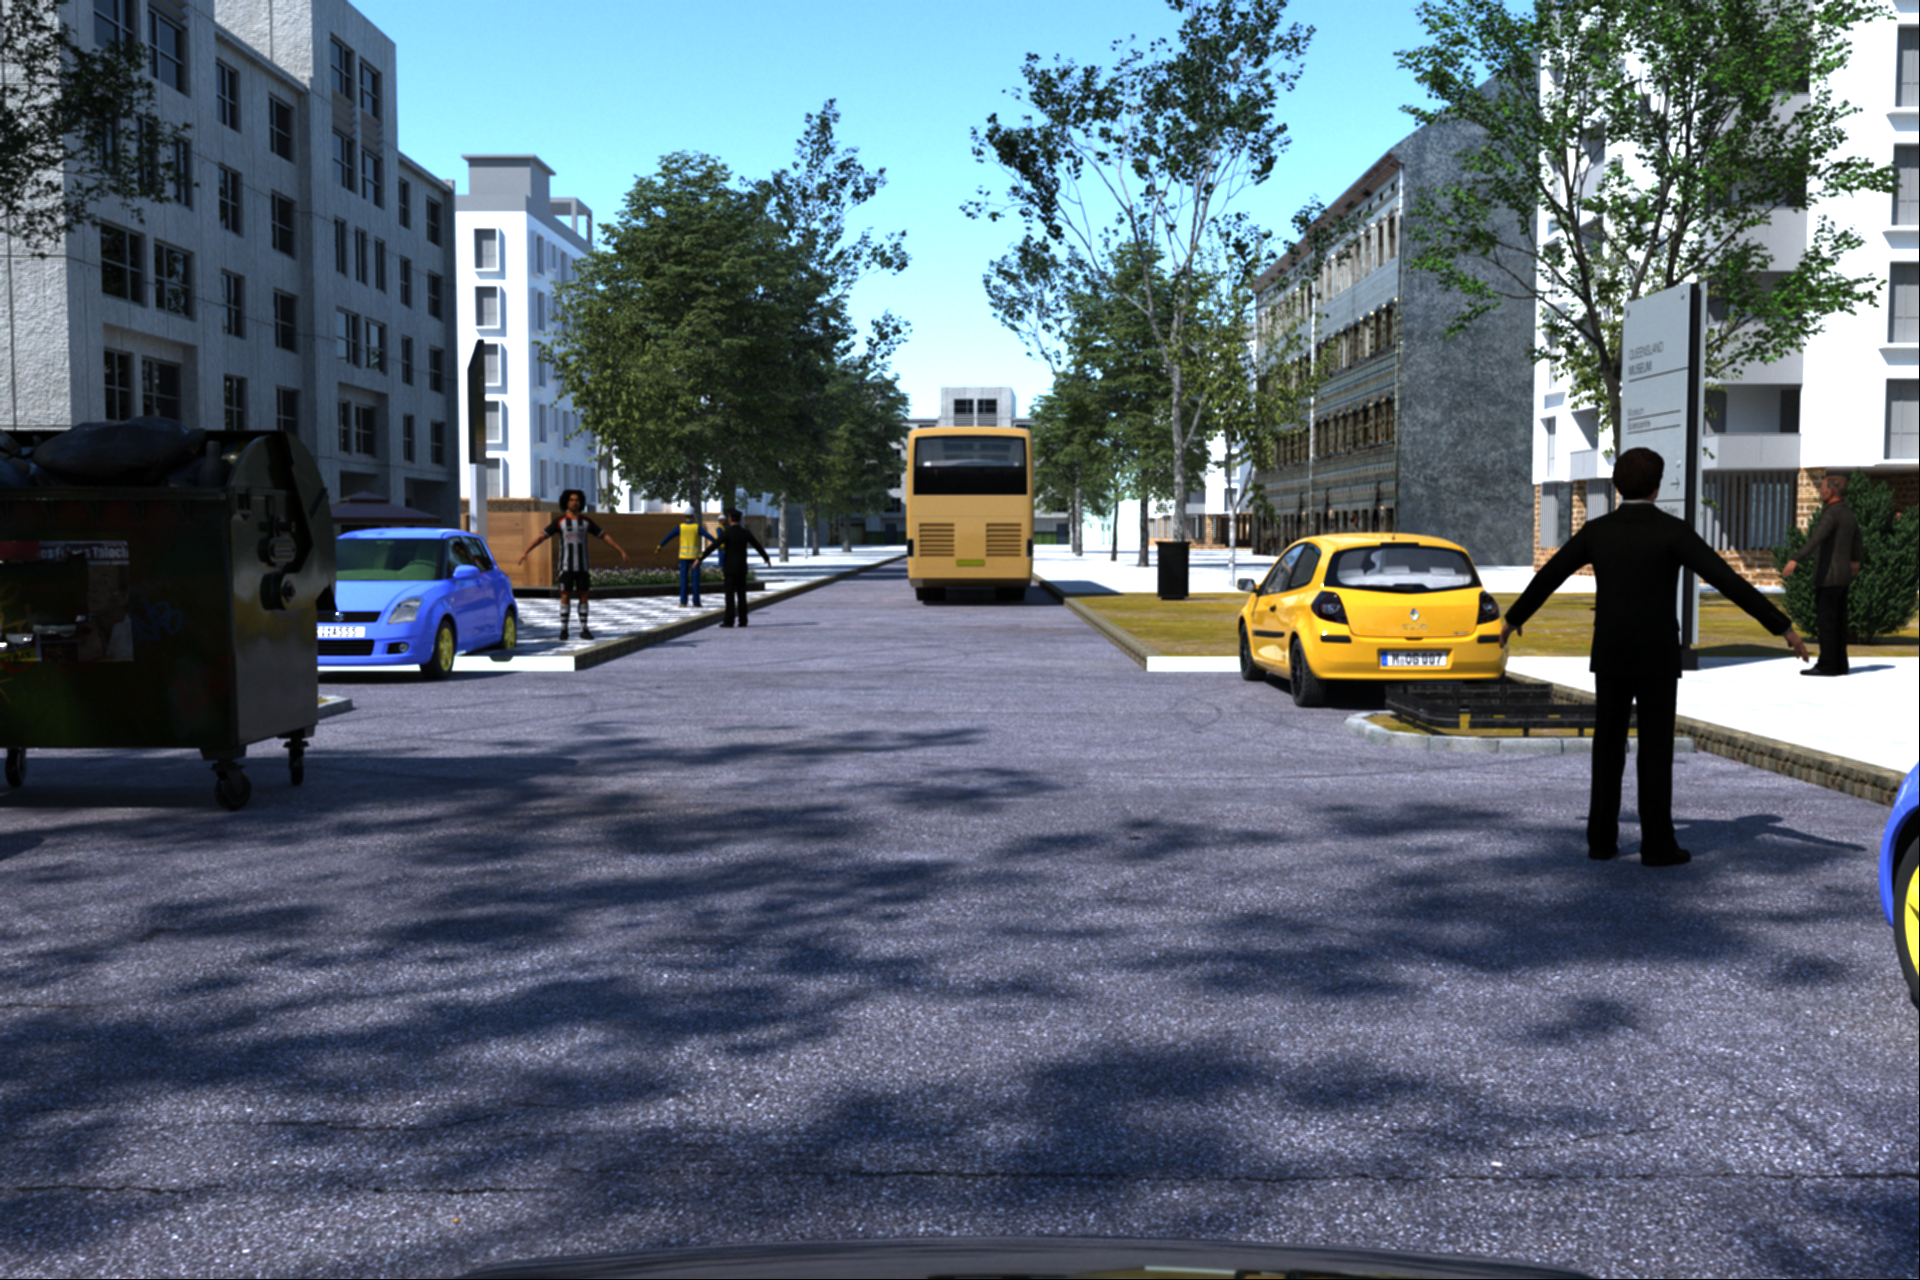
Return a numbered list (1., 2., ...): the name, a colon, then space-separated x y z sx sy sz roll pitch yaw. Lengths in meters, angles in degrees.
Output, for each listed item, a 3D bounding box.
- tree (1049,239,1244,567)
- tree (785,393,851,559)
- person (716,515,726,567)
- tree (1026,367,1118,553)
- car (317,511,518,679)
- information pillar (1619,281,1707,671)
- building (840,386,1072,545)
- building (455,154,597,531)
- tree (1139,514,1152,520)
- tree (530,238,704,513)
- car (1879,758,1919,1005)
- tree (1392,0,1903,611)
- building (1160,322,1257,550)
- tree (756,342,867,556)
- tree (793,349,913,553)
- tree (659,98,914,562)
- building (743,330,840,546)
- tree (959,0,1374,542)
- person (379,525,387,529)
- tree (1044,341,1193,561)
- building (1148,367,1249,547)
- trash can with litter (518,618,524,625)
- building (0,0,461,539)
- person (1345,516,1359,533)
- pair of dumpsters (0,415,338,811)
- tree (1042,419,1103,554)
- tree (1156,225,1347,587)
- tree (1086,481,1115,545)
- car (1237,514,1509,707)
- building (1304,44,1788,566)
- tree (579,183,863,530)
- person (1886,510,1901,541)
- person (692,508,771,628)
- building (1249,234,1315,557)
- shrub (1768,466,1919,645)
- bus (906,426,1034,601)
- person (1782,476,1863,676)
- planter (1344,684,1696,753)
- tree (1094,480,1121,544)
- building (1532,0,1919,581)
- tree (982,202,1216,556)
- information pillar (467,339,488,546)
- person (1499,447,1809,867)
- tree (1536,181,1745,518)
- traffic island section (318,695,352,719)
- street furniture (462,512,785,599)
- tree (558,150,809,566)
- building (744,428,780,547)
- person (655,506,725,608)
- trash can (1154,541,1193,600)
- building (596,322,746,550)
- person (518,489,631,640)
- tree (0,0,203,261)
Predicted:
1. tree: 7.196 -9.141 67.586 7.486 12.596 7.792 0 3 0
2. tree: -7.702 -8.481 89.030 4.737 8.622 4.395 0 3 0
3. person: -6.783 -2.670 49.623 0.705 1.833 1.349 0 4 1
4. tree: 7.494 -12.212 117.801 7.486 12.596 7.792 0 3 0
5. car: -5.891 -0.526 18.190 1.945 1.707 3.694 0 4 0
6. information pillar: 6.849 -1.569 16.977 0.184 3.620 1.656 0 4 0
7. building: -1.759 -21.138 214.525 31.486 18.905 16.747 0 4 4
8. building: -26.092 -14.148 87.732 16.016 20.090 11.380 0 4 -1
9. tree: 25.685 -18.058 213.382 7.486 12.596 7.792 0 3 0
10. tree: -8.787 -5.740 44.203 4.737 8.622 4.395 0 3 0
11. car: 3.650 0.350 3.875 1.945 1.707 3.694 0 4 1
12. tree: 11.050 -6.279 28.419 9.928 11.665 9.643 0 3 0
13. building: 23.115 -18.251 154.828 16.016 20.090 11.380 0 3 0
14. tree: -8.852 -11.237 101.859 7.486 12.596 7.792 0 3 0
15. tree: -7.869 -12.958 118.522 9.857 13.997 8.962 0 3 0
16. tree: -7.797 -13.526 77.046 12.611 20.169 13.585 0 3 0
17. building: -23.087 -21.957 189.928 19.493 23.208 18.063 0 4 0
18. tree: 6.287 -12.129 54.195 12.611 20.169 13.585 0 3 0
19. person: -17.442 -2.857 52.565 0.705 1.847 1.347 -2 4 -23
20. tree: 7.647 -9.032 82.088 7.601 10.594 8.767 -1 4 -10
21. building: 24.863 -19.917 182.061 16.016 20.090 11.380 0 4 1
22. trash can with litter: -6.428 -0.733 23.365 1.055 1.170 0.624 0 4 0
23. building: -28.604 -11.497 54.441 16.747 18.905 31.486 0 4 0
24. person: 11.520 -2.716 50.681 0.705 1.796 1.348 -1 4 -20
25. pair of dumpsters: -5.802 -0.268 9.325 4.436 2.255 1.574 0 4 0
26. tree: 7.130 -9.803 110.643 4.360 8.622 3.978 0 3 0
27. tree: 6.826 -5.593 41.801 4.737 8.622 4.395 0 3 0
28. tree: 17.662 -15.888 210.124 4.360 8.622 3.978 0 3 0
29. car: 3.618 -0.339 15.764 2.015 1.641 3.980 0 4 0
30. building: 26.715 -15.061 77.169 19.493 23.208 18.063 0 4 1
31. tree: -8.426 -9.517 62.259 9.857 13.997 8.962 0 3 0
32. person: 20.968 -1.997 38.792 1.346 1.812 0.704 -3 5 -44
33. person: -3.470 -1.116 26.639 1.347 1.837 0.705 -2 4 -35
34. building: 27.232 -16.248 96.590 19.493 23.208 18.063 0 3 0
35. shrub: 10.407 -0.991 20.239 1.661 2.075 1.752 0 3 0
36. bus: 0.251 -2.971 40.124 2.896 3.916 12.252 0 4 0
37. person: 7.891 -0.584 15.725 1.348 1.807 0.705 -3 4 -39
38. planter: 3.811 0.540 12.313 1.991 0.319 1.994 0 4 -1
39. tree: 18.792 -16.144 214.315 4.360 8.622 3.978 0 3 0
40. building: 24.040 -12.153 55.116 16.016 20.090 11.380 0 4 1
41. tree: 8.104 -14.840 98.518 12.611 20.169 13.585 0 3 0
42. information pillar: -5.741 -1.792 20.652 0.183 3.616 0.504 0 4 0
43. person: 2.972 0.065 7.588 1.347 1.806 0.705 3 5 42
44. tree: 14.106 -5.235 35.958 4.737 8.622 4.395 0 3 0
45. traffic island section: -5.954 0.564 13.653 1.991 0.108 1.994 0 4 1
46. street furniture: -7.497 -1.907 38.041 9.812 1.723 11.010 2 4 28
47. tree: -8.401 -8.196 52.124 7.486 12.596 7.792 0 3 0
48. building: -23.740 -19.025 167.474 16.016 20.090 11.380 0 4 1
49. person: -4.722 -1.459 30.312 1.216 1.772 0.721 0 4 -5
50. trash can: 4.148 -1.348 33.690 0.748 1.137 0.748 0 3 0
51. building: -24.555 -17.639 144.818 16.016 20.090 11.380 0 4 0
52. person: -4.692 -0.913 21.074 1.345 1.843 0.704 -1 4 -21
53. tree: -11.772 -5.013 16.374 8.767 10.594 7.601 -2 4 -34
